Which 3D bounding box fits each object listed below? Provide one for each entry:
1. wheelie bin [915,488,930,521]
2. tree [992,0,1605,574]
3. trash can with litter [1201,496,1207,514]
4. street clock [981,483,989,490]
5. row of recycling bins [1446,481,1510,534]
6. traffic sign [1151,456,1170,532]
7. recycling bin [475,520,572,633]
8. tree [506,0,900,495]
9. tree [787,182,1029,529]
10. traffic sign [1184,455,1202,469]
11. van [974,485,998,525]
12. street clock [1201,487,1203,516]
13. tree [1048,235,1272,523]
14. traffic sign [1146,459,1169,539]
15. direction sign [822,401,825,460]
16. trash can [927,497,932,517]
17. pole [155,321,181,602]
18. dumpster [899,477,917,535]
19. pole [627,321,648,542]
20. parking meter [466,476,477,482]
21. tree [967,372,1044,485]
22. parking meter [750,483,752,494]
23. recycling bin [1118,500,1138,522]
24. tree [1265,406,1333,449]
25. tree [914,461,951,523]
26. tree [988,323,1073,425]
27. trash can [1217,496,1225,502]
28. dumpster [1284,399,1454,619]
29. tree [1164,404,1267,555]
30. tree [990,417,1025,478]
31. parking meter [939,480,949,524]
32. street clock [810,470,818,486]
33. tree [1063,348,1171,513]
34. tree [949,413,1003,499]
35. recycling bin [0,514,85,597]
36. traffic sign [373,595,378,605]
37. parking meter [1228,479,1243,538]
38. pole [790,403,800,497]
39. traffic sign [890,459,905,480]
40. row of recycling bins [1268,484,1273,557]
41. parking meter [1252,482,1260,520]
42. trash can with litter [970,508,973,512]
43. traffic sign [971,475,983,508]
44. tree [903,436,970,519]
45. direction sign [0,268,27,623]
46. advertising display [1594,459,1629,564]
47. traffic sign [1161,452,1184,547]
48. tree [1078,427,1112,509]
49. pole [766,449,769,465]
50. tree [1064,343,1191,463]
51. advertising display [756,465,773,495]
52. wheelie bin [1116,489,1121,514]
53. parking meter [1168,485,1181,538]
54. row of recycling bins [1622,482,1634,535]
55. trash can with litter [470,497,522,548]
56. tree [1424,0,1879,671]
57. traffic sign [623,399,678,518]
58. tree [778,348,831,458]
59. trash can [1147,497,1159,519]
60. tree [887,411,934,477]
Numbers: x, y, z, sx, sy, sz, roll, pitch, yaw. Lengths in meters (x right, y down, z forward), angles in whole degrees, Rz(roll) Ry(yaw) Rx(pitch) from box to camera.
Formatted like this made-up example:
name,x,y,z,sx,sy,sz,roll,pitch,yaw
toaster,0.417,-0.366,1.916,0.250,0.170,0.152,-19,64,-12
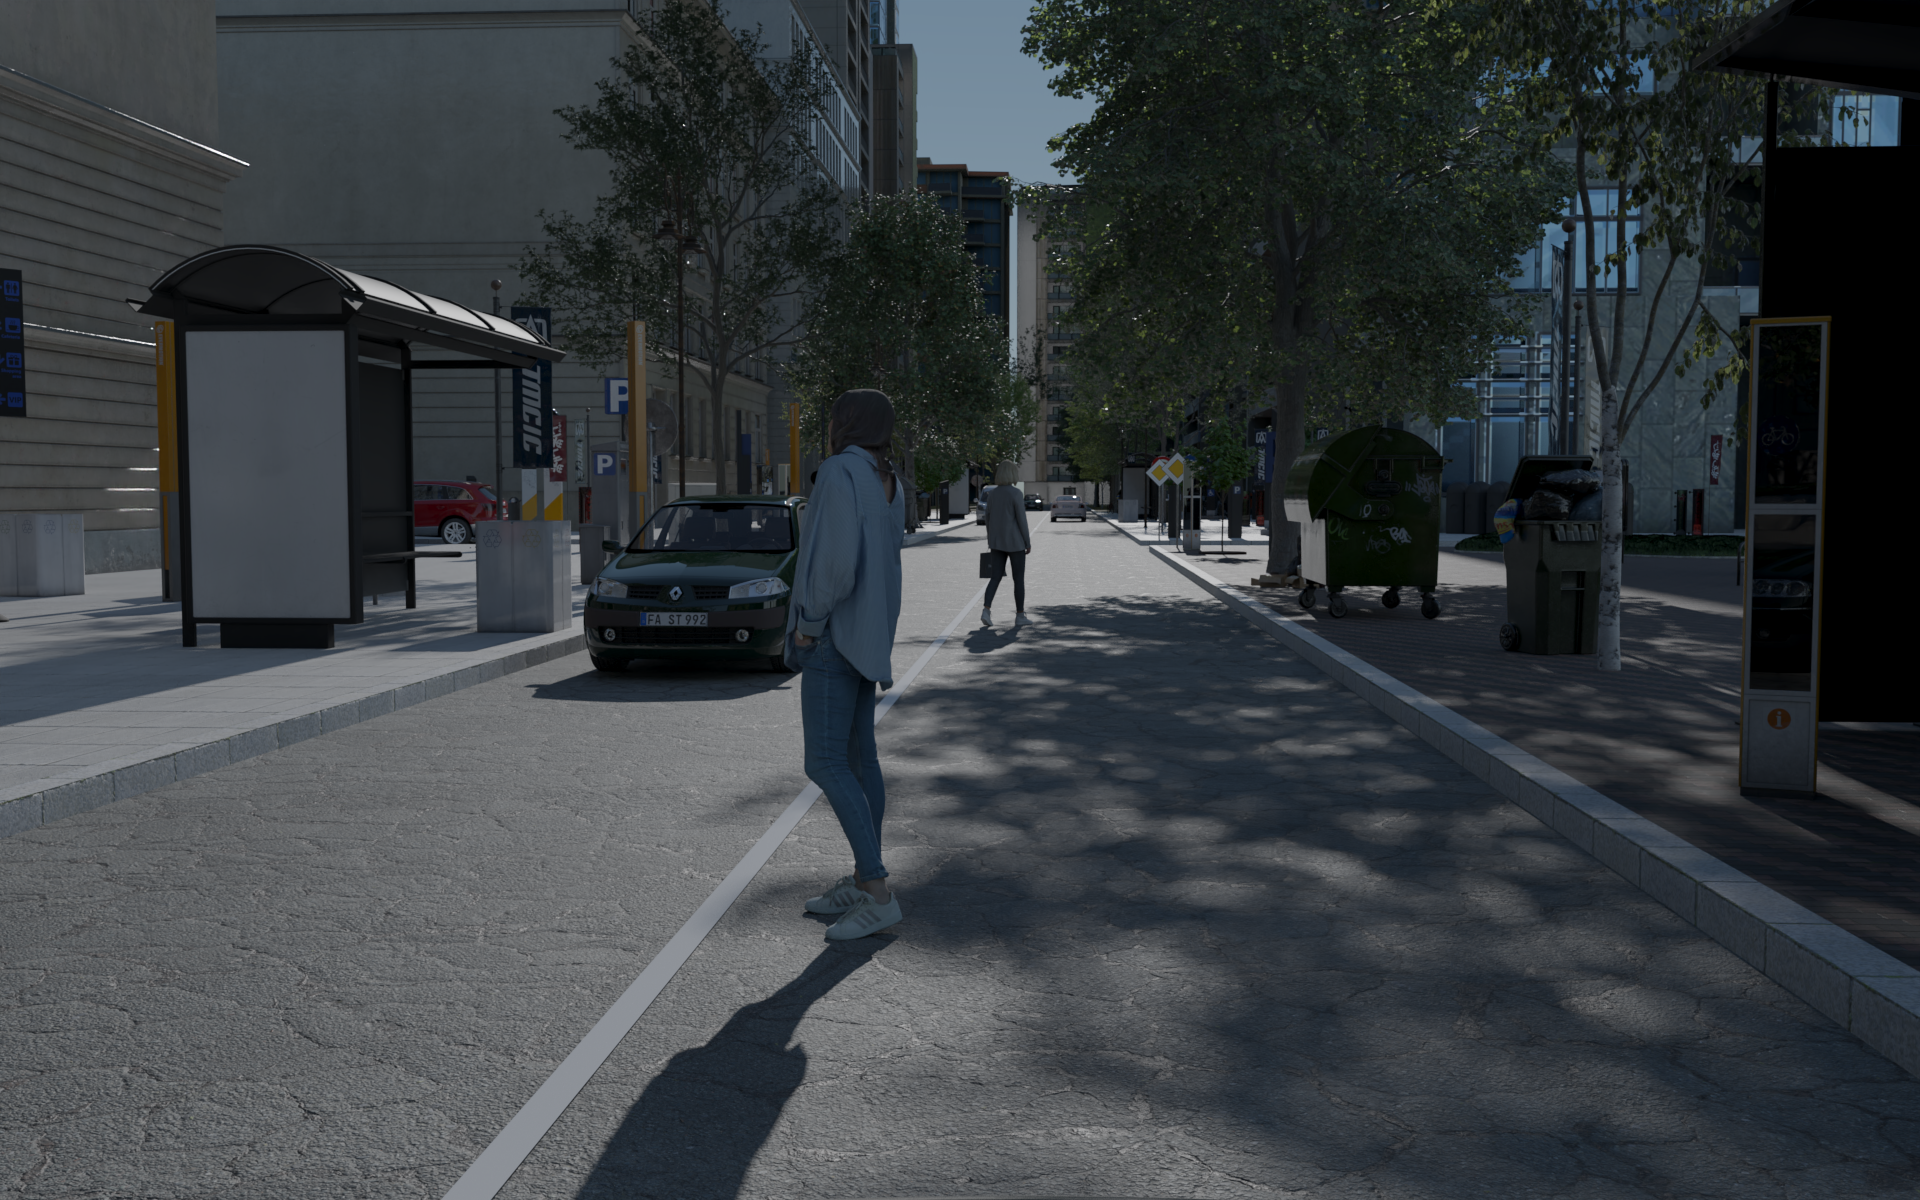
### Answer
name,x,y,z,sx,sy,sz,roll,pitch,yaw
wheelie bin,-1.888,-4.528,81.933,0.980,1.594,0.693,1,4,20
tree,5.419,-7.402,27.674,9.857,13.997,8.962,0,3,0
trash can with litter,14.641,-5.551,102.146,0.624,1.170,1.055,-1,4,-18
street clock,1.588,-6.455,110.103,0.471,2.002,0.358,-2,4,-35
row of recycling bins,16.850,-2.920,54.855,1.069,1.692,3.534,-2,4,-33
traffic sign,6.791,-3.547,58.096,0.768,2.556,0.104,0,4,4
recycling bin,-4.106,-0.231,16.334,0.722,1.027,0.722,0,4,3
tree,-4.715,-5.964,31.921,7.601,10.594,8.767,-2,4,-26
tree,-1.963,-8.994,64.066,9.611,12.733,9.660,0,3,0
traffic sign,7.336,-3.318,54.351,0.768,2.556,0.104,1,4,10
van,1.699,-4.533,81.132,2.013,2.044,4.112,0,4,5
street clock,14.057,-5.913,101.241,0.358,2.002,0.471,0,4,5
tree,9.170,-10.175,76.728,12.009,13.543,11.850,0,3,0
traffic sign,5.698,-2.806,49.522,0.795,2.450,0.064,0,4,3
direction sign,-3.371,-3.104,42.744,0.379,3.537,0.876,0,4,-8
trash can,-1.928,-5.259,97.643,0.748,1.137,0.748,0,3,0
pole,-9.393,-1.634,20.553,0.158,3.312,0.155,0,3,0
dumpster,-2.071,-3.046,55.568,1.264,1.857,1.865,0,4,4
pole,-3.822,-1.633,20.539,0.158,3.312,0.155,0,3,0
parking meter,-15.476,-3.009,54.904,0.255,1.863,0.399,-2,4,-28
tree,2.688,-12.860,136.015,9.928,11.665,9.643,0,3,0
parking meter,-8.951,-4.114,72.977,0.255,1.863,0.399,2,4,25
recycling bin,7.633,-4.041,78.624,0.722,1.027,0.722,-1,4,-14
tree,12.394,-4.801,62.212,4.285,4.588,4.351,0,3,0
tree,-1.444,-4.997,76.306,1.663,3.219,1.824,0,3,0
tree,6.688,-20.513,191.270,12.611,20.169,13.585,0,3,0
trash can,17.489,-6.402,116.328,0.748,1.137,0.748,0,3,0
dumpster,4.343,-0.980,18.521,1.502,2.255,1.985,0,4,3
tree,5.493,-2.594,37.020,1.663,3.219,1.824,0,3,0
tree,4.409,-13.009,163.053,4.737,8.622,4.395,0,3,0
parking meter,-0.683,-4.129,73.219,0.399,1.863,0.255,-1,4,-21
street clock,-4.336,-2.976,53.224,0.471,2.002,0.358,1,4,14
tree,12.610,-13.398,137.185,7.486,12.596,7.792,0,3,0
tree,1.240,-10.443,121.105,4.360,8.622,3.978,0,3,0
recycling bin,-11.621,-0.572,21.905,0.722,1.027,0.722,1,4,20
traffic sign,-6.771,-1.093,19.993,0.606,2.300,0.079,0,4,5
parking meter,8.026,-2.736,50.450,0.399,1.863,0.255,-1,4,-17
pole,-3.714,-2.759,38.957,0.158,3.312,0.155,0,3,0
traffic sign,-1.981,-2.836,50.007,0.795,2.450,0.064,0,4,3
row of recycling bins,6.737,-1.549,32.447,1.069,1.692,3.534,-1,4,-10
parking meter,14.790,-4.945,86.568,0.255,1.863,0.399,-1,4,-20
trash can with litter,0.342,-6.784,122.313,1.055,1.170,0.624,-1,4,-19
traffic sign,1.124,-6.983,114.285,0.768,2.556,0.104,0,4,5
tree,-1.192,-6.389,88.171,4.285,4.588,4.351,0,3,0
direction sign,-9.737,-1.544,17.240,0.379,3.537,0.876,3,4,36
advertising display,12.143,-1.660,32.354,0.123,1.923,0.974,-1,4,-12
traffic sign,5.215,-2.319,41.552,0.795,2.450,0.064,0,4,3
tree,12.384,-12.317,151.746,4.360,8.622,3.978,0,3,0
pole,-8.745,-5.193,78.750,0.158,3.312,0.155,0,3,0
tree,10.594,-11.121,107.583,9.928,11.665,9.643,0,3,0
advertising display,-4.325,-2.032,38.445,0.123,1.923,0.974,1,4,9
wheelie bin,10.685,-6.456,113.463,0.693,1.594,0.980,3,5,40
parking meter,6.271,-2.585,50.674,0.372,1.533,0.369,0,3,0
row of recycling bins,18.526,-2.657,50.561,3.534,1.692,1.069,-3,5,-42
trash can with litter,-10.432,-1.816,40.755,1.678,1.210,2.233,-3,4,-37
tree,4.830,-3.780,12.172,4.360,8.622,3.978,0,3,0
traffic sign,-4.143,-1.411,23.174,0.768,2.556,0.104,1,4,11
tree,-5.608,-7.640,75.272,4.360,8.622,3.978,0,3,0
trash can,10.001,-4.791,89.980,0.748,1.137,0.748,0,3,0
tree,-3.381,-9.475,105.282,4.737,8.622,4.395,0,3,0
